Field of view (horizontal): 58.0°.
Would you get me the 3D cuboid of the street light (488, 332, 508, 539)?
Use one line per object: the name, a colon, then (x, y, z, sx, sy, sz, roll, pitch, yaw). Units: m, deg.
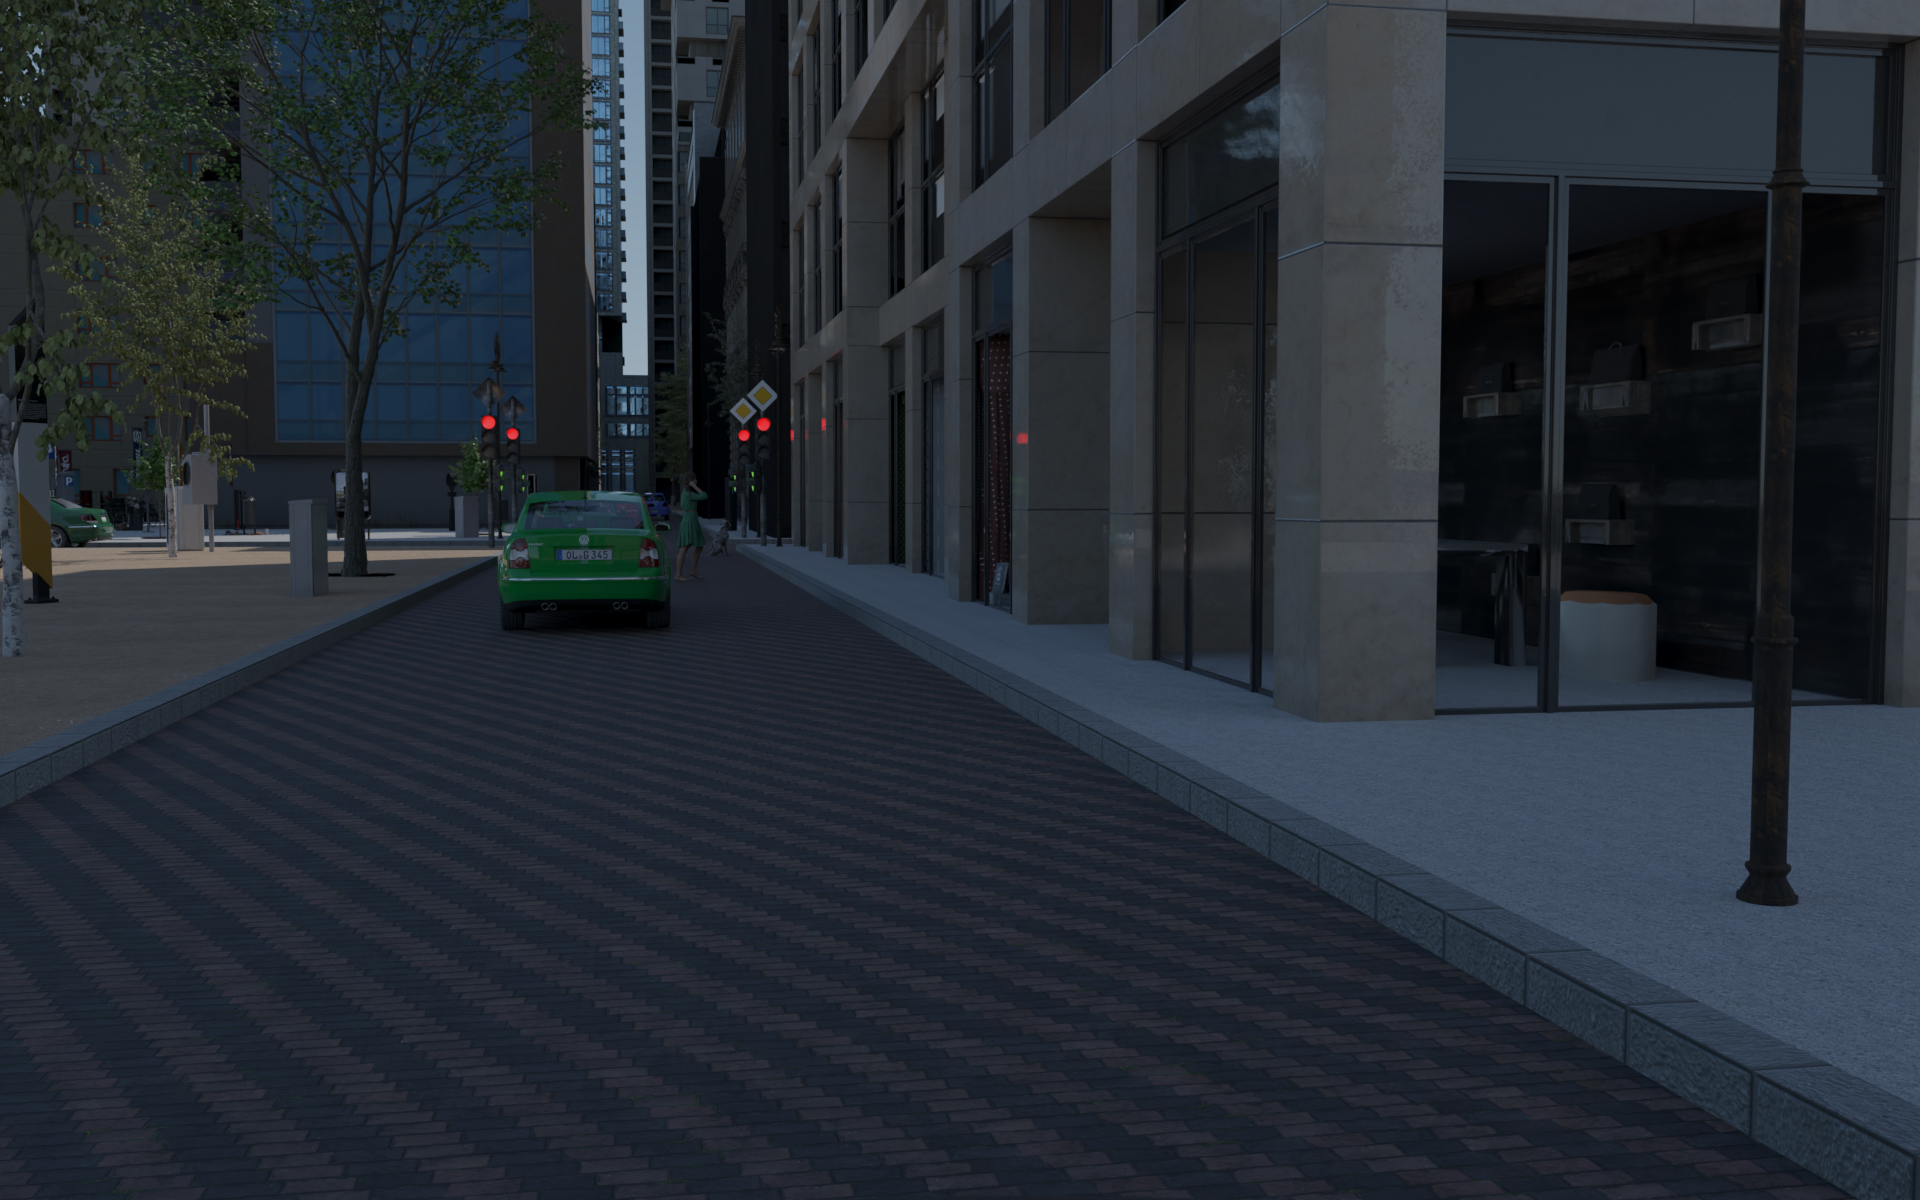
street light: (-13.169, -4.688, 49.437, 0.468, 5.910, 1.993, -1, 4, -10)

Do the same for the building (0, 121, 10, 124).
building: (-111.250, -33.621, 199.808, 14.200, 45.320, 14.600, -1, 4, -10)

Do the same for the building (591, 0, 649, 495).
building: (-54.258, -54.988, 211.731, 31.000, 86.520, 22.319, -1, 4, -10)

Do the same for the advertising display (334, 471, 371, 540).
advertising display: (-17.064, -2.658, 48.679, 0.974, 1.923, 0.123, 0, 4, 0)

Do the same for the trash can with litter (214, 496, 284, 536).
trash can with litter: (-22.426, -2.639, 54.212, 2.233, 1.210, 1.678, 2, 4, 29)

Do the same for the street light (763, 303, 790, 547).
street light: (-4.411, -4.240, 42.116, 0.468, 5.910, 1.993, -1, 4, -10)

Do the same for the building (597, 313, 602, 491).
building: (-52.829, -20.639, 182.488, 28.899, 21.520, 27.650, -1, 4, -10)

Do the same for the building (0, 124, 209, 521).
building: (-36.093, -15.436, 97.414, 27.650, 21.520, 28.899, -1, 4, -10)

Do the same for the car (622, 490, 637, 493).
car: (-33.315, -10.143, 174.504, 2.281, 1.827, 5.304, -1, 4, -8)

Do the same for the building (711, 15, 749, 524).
building: (-5.367, -15.322, 79.401, 11.050, 23.489, 19.941, -1, 4, -10)

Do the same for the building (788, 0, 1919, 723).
building: (8.350, -13.628, 27.339, 19.350, 26.468, 34.151, -1, 4, -10)

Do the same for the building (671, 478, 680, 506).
building: (-15.475, -30.471, 190.089, 32.217, 40.220, 23.993, -1, 4, -10)

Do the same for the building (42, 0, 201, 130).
building: (-94.227, -46.896, 204.998, 20.611, 71.187, 20.563, -1, 4, -10)

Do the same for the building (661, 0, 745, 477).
building: (-13.306, -35.152, 163.974, 28.713, 52.752, 27.495, -1, 4, -10)

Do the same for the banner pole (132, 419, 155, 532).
banner pole: (-27.252, -4.139, 57.693, 0.401, 3.779, 0.863, 1, 4, 14)

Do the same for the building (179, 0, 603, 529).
building: (-22.006, -25.638, 69.297, 14.600, 45.320, 14.200, -1, 4, -10)

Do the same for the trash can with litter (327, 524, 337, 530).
trash can with litter: (-22.264, -3.124, 62.138, 1.678, 1.210, 2.233, -1, 4, -9)

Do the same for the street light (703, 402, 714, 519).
street light: (-12.665, -7.005, 87.325, 0.468, 5.910, 1.993, -1, 4, -10)

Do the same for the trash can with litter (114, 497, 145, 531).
trash can with litter: (-28.972, -2.994, 60.332, 1.055, 1.170, 0.624, 0, 4, 4)

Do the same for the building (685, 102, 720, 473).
building: (-11.864, -18.198, 115.558, 12.078, 24.808, 19.932, -1, 4, -10)

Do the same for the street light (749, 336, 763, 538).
street light: (-5.931, -4.779, 50.924, 0.468, 5.910, 1.993, -1, 4, -10)

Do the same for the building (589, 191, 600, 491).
building: (-40.234, -23.580, 157.238, 14.160, 30.474, 14.107, -1, 4, -10)

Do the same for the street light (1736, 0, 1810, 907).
street light: (2.551, -1.988, 5.294, 0.468, 5.910, 1.993, -1, 4, -10)

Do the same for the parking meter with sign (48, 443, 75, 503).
parking meter with sign: (-30.224, -3.796, 58.332, 1.738, 3.016, 0.543, 2, 4, 30)

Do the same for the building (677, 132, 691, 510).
building: (-16.089, -22.674, 142.423, 14.160, 30.474, 14.107, -1, 4, -10)

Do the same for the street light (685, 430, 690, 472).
street light: (-19.487, -9.255, 124.106, 0.468, 5.910, 1.993, -1, 4, -10)

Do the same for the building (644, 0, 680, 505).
building: (-28.852, -47.612, 216.716, 20.611, 71.187, 20.563, -1, 4, -10)

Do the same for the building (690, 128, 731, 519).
building: (-8.739, -16.413, 98.026, 12.332, 23.373, 15.834, -1, 4, -10)

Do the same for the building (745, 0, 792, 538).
building: (1.303, -13.899, 56.927, 15.834, 23.373, 12.332, -1, 4, -10)

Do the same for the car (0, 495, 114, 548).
car: (-23.980, -1.938, 43.477, 4.920, 1.459, 2.131, -1, 4, -10)

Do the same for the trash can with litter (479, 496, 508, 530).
trash can with litter: (-16.886, -3.127, 62.183, 2.233, 1.210, 1.678, -1, 4, -11)

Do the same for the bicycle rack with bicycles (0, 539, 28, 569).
bicycle rack with bicycles: (-17.044, -0.958, 29.038, 2.925, 0.926, 2.852, 1, 4, 19)

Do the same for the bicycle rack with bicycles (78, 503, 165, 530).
bicycle rack with bicycles: (-31.970, -3.249, 66.499, 2.852, 0.926, 2.925, 0, 4, -6)

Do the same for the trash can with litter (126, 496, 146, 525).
trash can with litter: (-34.827, -3.726, 71.984, 1.678, 1.210, 2.233, 3, 5, 41)
